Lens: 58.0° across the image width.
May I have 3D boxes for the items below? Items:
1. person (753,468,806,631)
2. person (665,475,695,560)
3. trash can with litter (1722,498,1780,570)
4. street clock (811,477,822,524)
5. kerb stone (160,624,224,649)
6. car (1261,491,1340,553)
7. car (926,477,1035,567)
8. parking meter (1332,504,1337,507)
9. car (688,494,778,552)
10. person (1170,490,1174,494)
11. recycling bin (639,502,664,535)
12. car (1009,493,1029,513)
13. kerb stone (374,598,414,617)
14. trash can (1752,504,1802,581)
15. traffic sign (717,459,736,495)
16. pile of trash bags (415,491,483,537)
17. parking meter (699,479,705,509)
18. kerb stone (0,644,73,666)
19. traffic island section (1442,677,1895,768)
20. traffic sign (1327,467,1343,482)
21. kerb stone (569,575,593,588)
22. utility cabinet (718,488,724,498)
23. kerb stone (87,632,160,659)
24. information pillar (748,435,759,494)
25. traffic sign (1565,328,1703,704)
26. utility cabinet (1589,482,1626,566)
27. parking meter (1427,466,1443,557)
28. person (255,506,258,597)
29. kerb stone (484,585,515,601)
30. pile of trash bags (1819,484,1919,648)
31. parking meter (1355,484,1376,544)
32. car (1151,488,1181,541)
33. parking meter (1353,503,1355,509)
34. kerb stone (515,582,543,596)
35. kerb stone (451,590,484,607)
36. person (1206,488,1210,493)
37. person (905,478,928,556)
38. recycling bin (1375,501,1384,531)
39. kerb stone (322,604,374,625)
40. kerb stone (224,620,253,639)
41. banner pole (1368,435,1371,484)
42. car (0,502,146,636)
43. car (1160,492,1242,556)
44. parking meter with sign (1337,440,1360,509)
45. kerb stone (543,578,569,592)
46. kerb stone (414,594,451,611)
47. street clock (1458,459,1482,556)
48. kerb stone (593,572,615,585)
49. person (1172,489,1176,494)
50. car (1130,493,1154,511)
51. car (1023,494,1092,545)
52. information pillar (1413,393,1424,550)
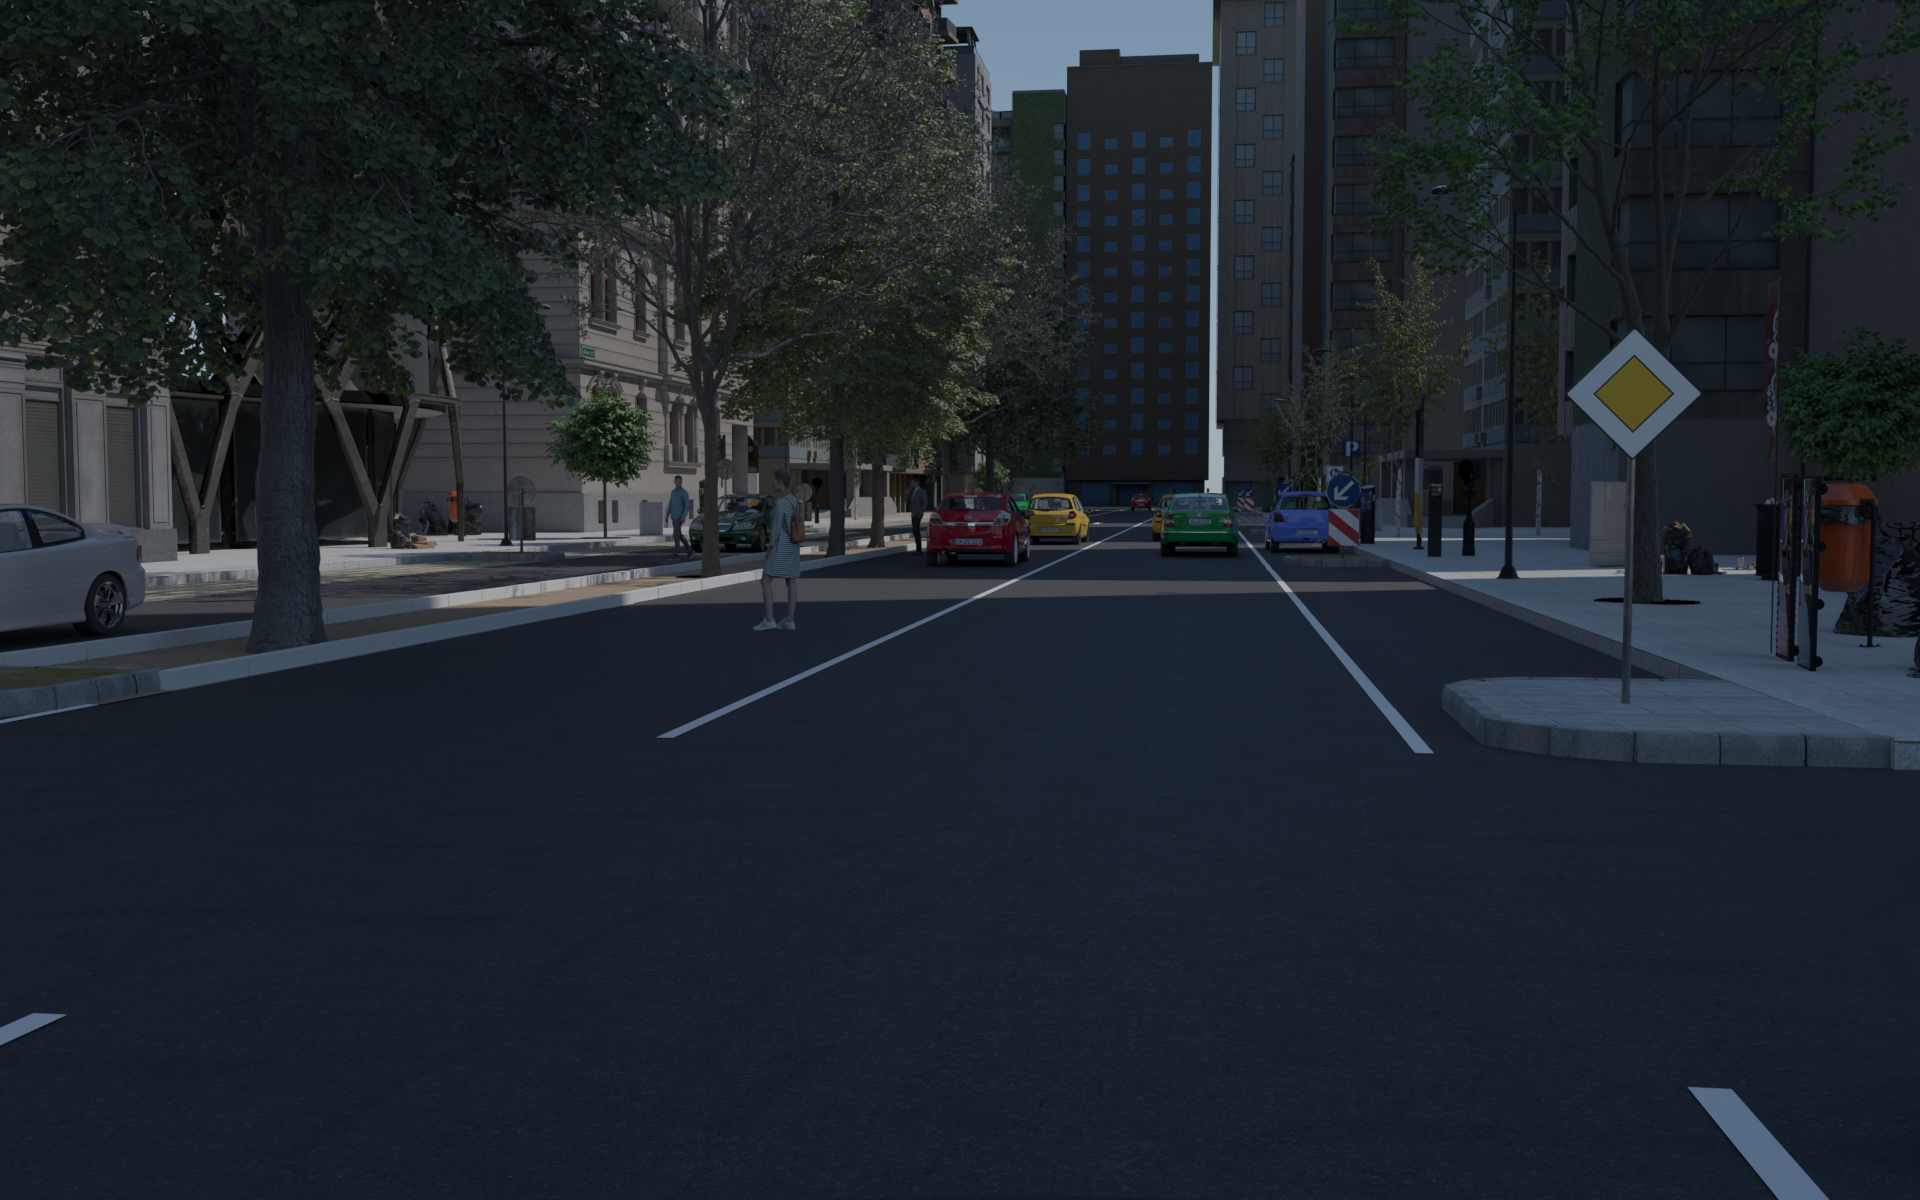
[{"bbox_3d":[-1.867,-0.538,18.302,0.522,1.701,0.512,1,4,18],"label":"person"},{"bbox_3d":[-6.076,-1.799,37.776,0.748,1.841,0.638,-2,4,-35],"label":"person"},{"bbox_3d":[13.675,-1.109,29.183,1.678,1.210,2.233,0,4,5],"label":"trash can with litter"},{"bbox_3d":[-6.226,-4.327,75.318,0.471,2.002,0.358,-1,4,-14],"label":"street clock"},{"bbox_3d":[-7.342,0.353,16.423,0.120,0.150,1.000,0,4,8],"label":"kerb stone"},{"bbox_3d":[8.589,-2.081,43.614,1.945,1.707,3.694,0,4,7],"label":"car"},{"bbox_3d":[0.430,-1.637,35.801,2.155,1.783,4.494,0,4,7],"label":"car"},{"bbox_3d":[13.658,-3.320,62.696,0.372,1.533,0.369,0,3,0],"label":"parking meter"},{"bbox_3d":[-5.537,-1.999,44.484,2.131,1.459,4.920,1,4,9],"label":"car"},{"bbox_3d":[18.599,-8.737,151.295,1.348,1.831,0.705,0,4,-7],"label":"person"},{"bbox_3d":[-9.616,-2.534,53.986,0.722,1.027,0.722,0,4,-8],"label":"recycling bin"},{"bbox_3d":[3.299,-5.830,104.119,1.959,1.807,4.718,0,4,7],"label":"car"},{"bbox_3d":[-6.766,0.107,20.478,0.120,0.150,1.000,0,4,8],"label":"kerb stone"},{"bbox_3d":[12.175,-0.862,25.754,0.748,1.137,0.748,0,3,0],"label":"trash can"},{"bbox_3d":[-8.412,-3.795,62.149,0.768,2.556,0.104,1,4,15],"label":"traffic sign"},{"bbox_3d":[-15.723,-2.676,53.508,1.912,1.369,3.447,-1,4,-23],"label":"pile of trash bags"},{"bbox_3d":[-9.699,-3.672,65.740,0.255,1.863,0.399,2,4,30],"label":"parking meter"},{"bbox_3d":[-7.630,0.478,14.382,0.120,0.150,1.000,0,4,8],"label":"kerb stone"},{"bbox_3d":[4.100,0.713,10.623,2.009,0.180,2.903,0,4,8],"label":"traffic island section"},{"bbox_3d":[13.873,-3.794,64.156,0.606,2.300,0.079,1,4,15],"label":"traffic sign"},{"bbox_3d":[-5.904,-0.264,26.563,0.120,0.150,1.000,0,4,8],"label":"kerb stone"},{"bbox_3d":[-8.373,-3.085,59.114,0.318,1.500,1.173,0,4,8],"label":"utility cabinet"},{"bbox_3d":[-7.493,0.416,15.402,0.120,0.150,1.000,0,4,8],"label":"kerb stone"},{"bbox_3d":[-8.212,-4.732,68.717,0.504,3.616,0.183,2,4,32],"label":"information pillar"},{"bbox_3d":[4.076,-0.422,10.550,0.795,2.450,0.064,0,4,8],"label":"traffic sign"},{"bbox_3d":[11.617,-1.349,30.736,1.173,1.500,0.318,-3,5,-43],"label":"utility cabinet"},{"bbox_3d":[9.713,-1.816,35.406,0.255,1.863,0.399,1,4,11],"label":"parking meter"},{"bbox_3d":[-9.268,-0.846,23.341,0.512,1.701,0.522,-1,4,-10],"label":"person"},{"bbox_3d":[-6.332,-0.076,23.514,0.120,0.150,1.000,0,4,8],"label":"kerb stone"},{"bbox_3d":[8.727,-0.348,15.450,3.447,1.369,1.912,-2,4,-31],"label":"pile of trash bags"},{"bbox_3d":[10.491,-2.211,44.554,0.372,1.533,0.369,0,3,0],"label":"parking meter"},{"bbox_3d":[6.950,-2.685,54.116,2.015,1.641,3.980,1,4,10],"label":"car"},{"bbox_3d":[13.746,-3.137,59.697,0.372,1.533,0.369,0,3,0],"label":"parking meter"},{"bbox_3d":[-6.192,-0.141,24.530,0.120,0.150,1.000,0,4,8],"label":"kerb stone"},{"bbox_3d":[-6.476,-0.017,22.502,0.120,0.150,1.000,0,4,8],"label":"kerb stone"},{"bbox_3d":[15.477,-6.081,108.023,1.348,1.812,0.705,-2,4,-25],"label":"person"},{"bbox_3d":[-1.027,-1.942,40.436,0.473,1.802,0.592,-1,4,-14],"label":"person"},{"bbox_3d":[14.458,-2.951,60.806,0.722,1.027,0.722,1,4,21],"label":"recycling bin"},{"bbox_3d":[-6.906,0.167,19.463,0.120,0.150,1.000,0,4,8],"label":"kerb stone"},{"bbox_3d":[-7.196,0.291,17.435,0.120,0.150,1.000,0,4,8],"label":"kerb stone"},{"bbox_3d":[16.922,-4.991,71.621,0.401,3.779,0.863,1,4,20],"label":"banner pole"},{"bbox_3d":[-9.708,-0.244,16.358,2.083,1.381,4.827,0,4,7],"label":"car"},{"bbox_3d":[5.723,-1.983,41.226,1.959,1.807,4.718,1,4,9],"label":"car"},{"bbox_3d":[12.732,-3.721,57.104,0.543,3.016,1.738,0,4,2],"label":"parking meter with sign"},{"bbox_3d":[-6.041,-0.205,25.549,0.120,0.150,1.000,0,4,8],"label":"kerb stone"},{"bbox_3d":[-6.621,0.043,21.490,0.120,0.150,1.000,0,4,8],"label":"kerb stone"},{"bbox_3d":[10.550,-1.915,35.877,0.358,2.002,0.471,-2,4,-26],"label":"street clock"},{"bbox_3d":[-5.756,-0.329,27.574,0.120,0.150,1.000,0,4,8],"label":"kerb stone"},{"bbox_3d":[15.151,-6.951,122.178,0.705,1.821,1.348,-2,4,-25],"label":"person"},{"bbox_3d":[15.848,-8.685,151.038,2.155,1.783,4.494,0,4,8],"label":"car"},{"bbox_3d":[2.794,-2.458,50.407,2.015,1.641,3.980,1,4,9],"label":"car"},{"bbox_3d":[10.601,-2.974,39.975,0.183,3.616,0.504,2,4,27],"label":"information pillar"}]
